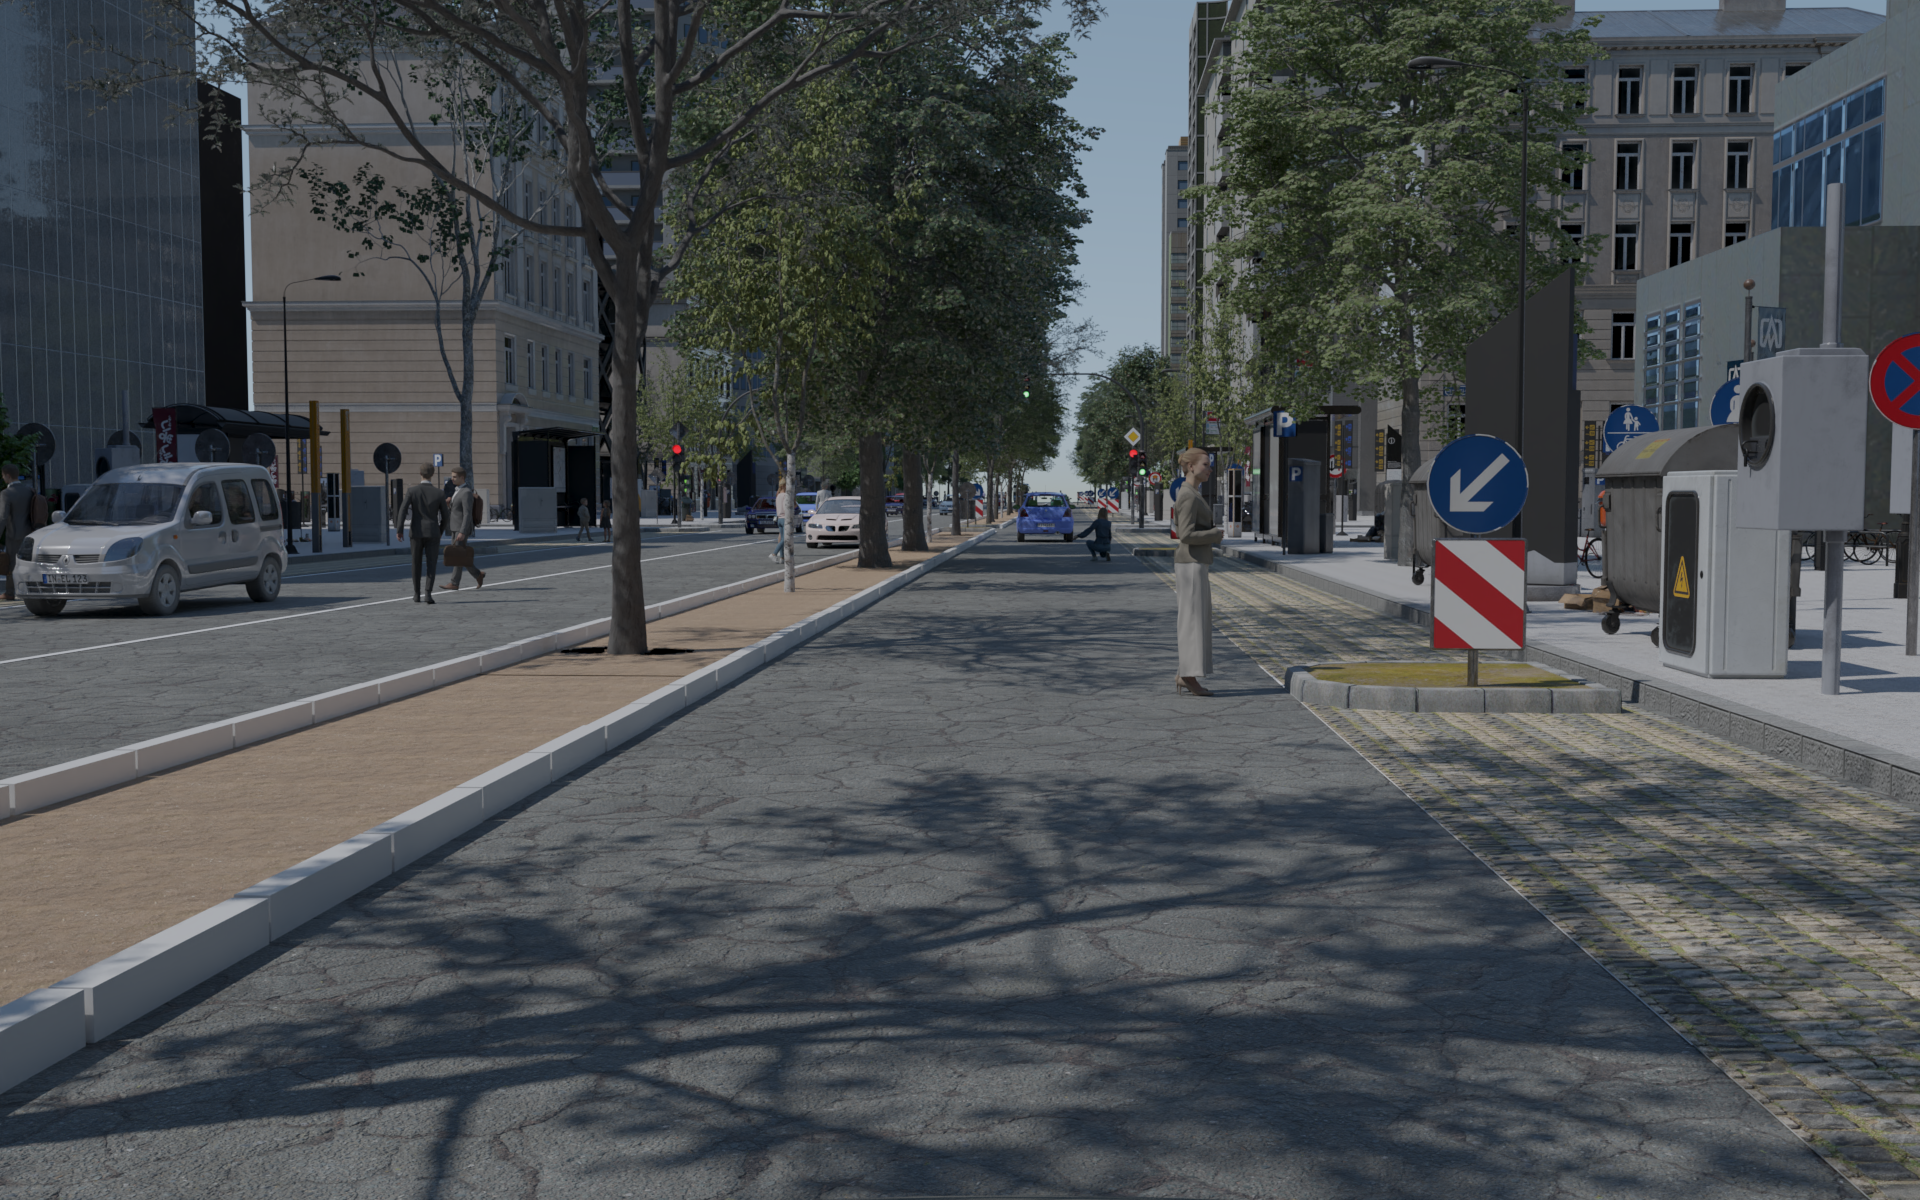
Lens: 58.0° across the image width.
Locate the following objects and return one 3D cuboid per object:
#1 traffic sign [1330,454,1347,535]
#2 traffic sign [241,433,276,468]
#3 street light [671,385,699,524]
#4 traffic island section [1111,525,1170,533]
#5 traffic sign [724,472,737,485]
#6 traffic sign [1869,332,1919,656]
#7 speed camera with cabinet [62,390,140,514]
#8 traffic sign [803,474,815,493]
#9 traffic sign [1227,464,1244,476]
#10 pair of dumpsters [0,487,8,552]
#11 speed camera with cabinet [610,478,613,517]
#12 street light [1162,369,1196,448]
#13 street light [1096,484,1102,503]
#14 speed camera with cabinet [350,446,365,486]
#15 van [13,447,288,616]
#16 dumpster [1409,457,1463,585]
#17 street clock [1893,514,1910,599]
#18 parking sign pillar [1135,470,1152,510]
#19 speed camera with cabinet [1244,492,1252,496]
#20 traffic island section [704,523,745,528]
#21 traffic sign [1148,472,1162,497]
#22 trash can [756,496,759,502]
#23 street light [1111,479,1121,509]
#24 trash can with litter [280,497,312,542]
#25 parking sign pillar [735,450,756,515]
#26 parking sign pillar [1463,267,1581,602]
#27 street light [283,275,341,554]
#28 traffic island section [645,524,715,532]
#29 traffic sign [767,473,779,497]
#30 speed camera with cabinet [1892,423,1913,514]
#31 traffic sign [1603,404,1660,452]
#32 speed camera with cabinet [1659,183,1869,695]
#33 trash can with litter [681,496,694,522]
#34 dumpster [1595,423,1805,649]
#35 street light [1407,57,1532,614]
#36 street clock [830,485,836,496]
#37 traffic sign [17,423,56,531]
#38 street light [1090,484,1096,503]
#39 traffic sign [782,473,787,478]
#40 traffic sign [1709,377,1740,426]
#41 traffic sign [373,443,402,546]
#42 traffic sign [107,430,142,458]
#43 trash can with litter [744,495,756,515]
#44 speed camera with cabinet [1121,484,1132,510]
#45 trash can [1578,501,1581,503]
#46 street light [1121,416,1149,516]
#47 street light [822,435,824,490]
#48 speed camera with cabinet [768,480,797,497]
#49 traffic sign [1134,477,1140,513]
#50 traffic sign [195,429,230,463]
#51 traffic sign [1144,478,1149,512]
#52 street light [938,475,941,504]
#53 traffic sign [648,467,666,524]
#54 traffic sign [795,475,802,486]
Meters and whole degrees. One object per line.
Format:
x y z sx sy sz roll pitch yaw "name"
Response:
11.861 -3.346 54.808 0.768 2.556 0.104 0 4 5 "traffic sign"
-14.700 -2.214 36.301 0.768 2.556 0.104 0 4 7 "traffic sign"
-11.673 -6.201 73.935 1.470 5.913 1.316 0 4 3 "street light"
6.832 -2.618 65.077 2.009 0.180 2.903 0 4 3 "traffic island section"
-13.216 -6.092 99.714 0.768 2.556 0.104 1 4 12 "traffic sign"
7.560 -0.831 13.688 0.768 2.556 0.104 1 4 13 "traffic sign"
-16.539 -2.384 33.318 2.038 3.252 0.660 3 4 38 "speed camera with cabinet"
-9.827 -6.878 112.553 0.768 2.556 0.104 1 4 10 "traffic sign"
11.476 -4.418 72.340 0.768 2.556 0.104 0 4 5 "traffic sign"
-17.928 -1.634 29.212 1.574 2.255 4.437 0 4 3 "pair of dumpsters"
-18.343 -6.013 92.655 0.660 3.252 2.038 0 4 -5 "speed camera with cabinet"
8.199 -5.620 64.435 1.470 5.913 1.316 0 4 3 "street light"
15.085 -12.605 178.639 1.470 5.913 1.316 0 4 3 "street light"
-21.985 -4.225 63.419 0.660 3.252 2.038 -2 4 -32 "speed camera with cabinet"
-10.063 -0.900 21.728 2.013 2.044 4.112 0 4 4 "van"
6.903 -1.088 23.553 1.264 1.857 1.865 0 4 3 "dumpster"
11.601 -1.019 21.225 0.358 2.002 0.471 1 4 10 "street clock"
14.749 -9.190 138.726 1.447 3.967 1.447 -3 4 -37 "parking sign pillar"
22.213 -8.328 130.495 2.038 3.252 0.660 1 4 9 "speed camera with cabinet"
-10.253 -3.169 74.094 2.009 0.180 2.903 0 4 3 "traffic island section"
11.181 -6.065 99.270 0.768 2.556 0.104 1 4 10 "traffic sign"
-13.627 -6.293 114.541 0.748 1.137 0.748 0 3 0 "trash can"
13.266 -10.723 147.860 1.470 5.913 1.316 0 4 3 "street light"
-18.301 -2.156 46.307 2.233 1.210 1.678 -1 4 -18 "trash can with litter"
-13.139 -7.220 106.512 1.447 3.967 1.447 3 5 41 "parking sign pillar"
6.883 -2.004 21.230 1.447 3.967 1.447 3 5 41 "parking sign pillar"
-13.814 -3.937 36.904 1.470 5.913 1.316 0 4 3 "street light"
-10.728 -2.682 66.123 2.009 0.180 2.903 0 4 3 "traffic island section"
-11.486 -6.487 106.171 0.768 2.556 0.104 1 4 12 "traffic sign"
12.017 -1.586 20.271 2.038 3.252 0.660 0 4 -6 "speed camera with cabinet"
9.535 -1.503 24.683 0.768 2.556 0.104 0 4 7 "traffic sign"
5.439 -1.070 11.837 0.660 3.252 2.038 0 4 3 "speed camera with cabinet"
-12.632 -4.240 80.715 0.624 1.170 1.055 -2 4 -27 "trash can with litter"
6.407 -0.567 15.033 1.264 1.857 1.865 0 4 4 "dumpster"
5.455 -2.814 18.546 1.470 5.913 1.316 0 4 3 "street light"
-10.025 -8.073 136.566 0.471 2.002 0.358 3 4 38 "street clock"
-16.505 -1.884 30.912 0.768 2.556 0.104 0 4 4 "traffic sign"
17.787 -15.397 224.284 1.470 5.913 1.316 0 4 3 "street light"
-10.330 -6.348 103.902 0.768 2.556 0.104 0 4 5 "traffic sign"
8.484 -1.141 18.761 0.768 2.556 0.104 1 4 9 "traffic sign"
-14.207 -2.621 42.957 0.768 2.556 0.104 1 4 11 "traffic sign"
-16.557 -2.093 34.322 0.768 2.556 0.104 1 4 10 "traffic sign"
-12.299 -5.655 103.510 1.678 1.210 2.233 -3 4 -38 "trash can with litter"
13.684 -8.997 141.441 0.660 3.252 2.038 1 4 18 "speed camera with cabinet"
11.992 -1.404 34.603 0.748 1.137 0.748 0 3 0 "trash can"
10.475 -7.950 102.523 1.470 5.913 1.316 0 4 3 "street light"
-8.925 -8.994 119.592 1.470 5.913 1.316 0 4 3 "street light"
-11.148 -6.999 108.768 0.660 3.252 2.038 3 4 39 "speed camera with cabinet"
12.178 -7.260 118.800 0.768 2.556 0.104 1 4 12 "traffic sign"
-14.596 -2.061 33.809 0.768 2.556 0.104 1 4 12 "traffic sign"
11.151 -6.270 104.649 0.606 2.300 0.079 1 4 8 "traffic sign"
-2.205 -15.962 233.523 1.470 5.913 1.316 0 4 3 "street light"
-12.902 -4.439 73.757 0.795 2.450 0.064 0 4 6 "traffic sign"
-11.149 -7.203 117.769 0.884 2.594 0.081 1 4 9 "traffic sign"
